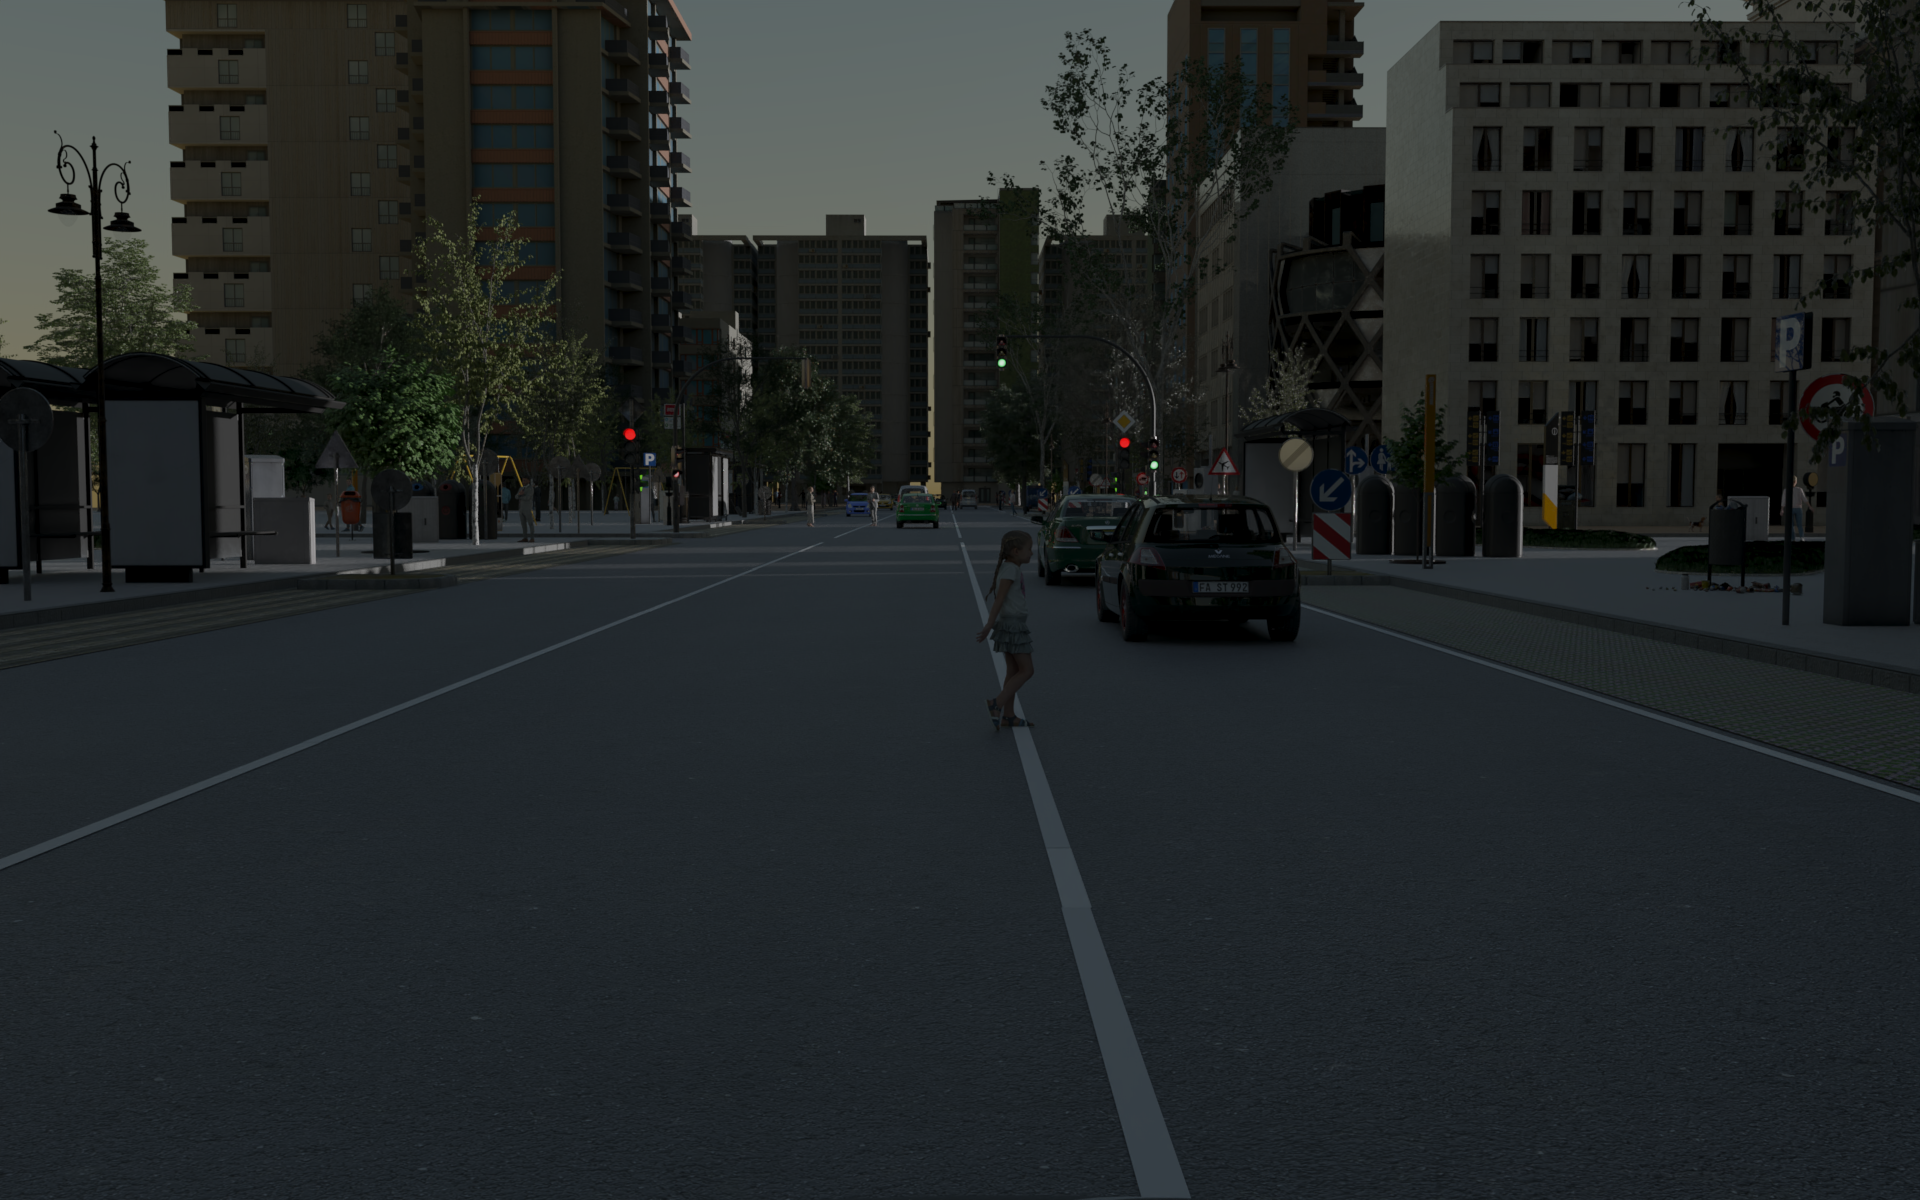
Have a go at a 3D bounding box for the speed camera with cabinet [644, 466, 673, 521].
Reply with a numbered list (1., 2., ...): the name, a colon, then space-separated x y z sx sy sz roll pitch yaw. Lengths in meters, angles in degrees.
1. speed camera with cabinet: -14.467 -5.499 84.252 2.038 3.252 0.660 2 4 35

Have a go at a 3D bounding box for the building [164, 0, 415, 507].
1. building: -66.682 -36.332 183.260 27.495 52.752 28.713 0 4 0

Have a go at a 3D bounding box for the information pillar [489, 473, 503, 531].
1. information pillar: -16.056 -3.391 59.928 0.304 2.012 0.304 3 4 37

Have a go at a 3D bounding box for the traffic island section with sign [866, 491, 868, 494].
1. traffic island section with sign: -10.133 -10.890 186.675 1.989 1.847 2.006 0 4 0

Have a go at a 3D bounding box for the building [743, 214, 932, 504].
1. building: -16.093 -33.736 243.462 23.993 40.220 32.217 0 4 0

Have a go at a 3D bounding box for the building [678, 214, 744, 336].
1. building: -40.085 -33.721 243.224 23.993 40.220 32.217 0 4 0

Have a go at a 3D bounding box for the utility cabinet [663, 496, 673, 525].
1. utility cabinet: -12.017 -3.725 72.069 0.306 1.237 1.020 -2 4 -33

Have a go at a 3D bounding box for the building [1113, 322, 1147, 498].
1. building: 31.518 -20.730 183.974 27.650 21.520 28.899 0 4 0

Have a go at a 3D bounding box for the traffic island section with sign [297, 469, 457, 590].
1. traffic island section with sign: -8.892 -1.106 26.719 1.989 1.847 2.006 0 4 0

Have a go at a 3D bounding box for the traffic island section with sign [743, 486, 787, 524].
1. traffic island section with sign: -9.342 -4.556 83.113 1.989 1.847 2.006 0 4 0

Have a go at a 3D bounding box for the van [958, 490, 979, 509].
1. van: 0.813 -9.603 164.027 2.013 2.044 4.112 0 4 0

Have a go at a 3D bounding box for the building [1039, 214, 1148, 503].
1. building: 23.052 -33.732 243.394 23.993 40.220 32.217 0 4 0

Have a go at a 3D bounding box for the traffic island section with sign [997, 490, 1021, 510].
1. traffic island section with sign: 4.675 -9.304 160.748 1.989 1.847 2.006 0 4 0

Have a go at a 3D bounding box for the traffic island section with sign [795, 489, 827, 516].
1. traffic island section with sign: -9.545 -6.275 111.216 1.989 1.847 2.006 0 4 0

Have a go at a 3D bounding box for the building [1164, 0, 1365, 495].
1. building: 25.180 -30.358 146.463 14.600 45.320 14.200 0 4 0

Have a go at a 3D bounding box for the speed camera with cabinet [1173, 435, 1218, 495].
1. speed camera with cabinet: 7.918 -3.916 58.369 0.660 3.252 2.038 -2 4 -23

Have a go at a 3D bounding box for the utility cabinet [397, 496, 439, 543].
1. utility cabinet: -14.352 -2.123 45.877 1.020 1.237 0.306 -1 4 -12

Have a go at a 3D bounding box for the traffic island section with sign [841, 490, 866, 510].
1. traffic island section with sign: -9.924 -9.225 159.462 1.989 1.847 2.006 0 4 0

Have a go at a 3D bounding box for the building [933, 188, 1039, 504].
1. building: 3.405 -33.632 233.478 14.086 41.232 14.154 0 4 0

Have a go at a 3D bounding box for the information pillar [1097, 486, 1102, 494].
1. information pillar: 10.239 -7.500 127.119 0.304 2.012 0.304 3 5 40

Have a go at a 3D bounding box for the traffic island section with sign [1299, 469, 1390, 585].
1. traffic island section with sign: 5.702 -1.179 27.906 1.989 1.847 2.006 0 4 0

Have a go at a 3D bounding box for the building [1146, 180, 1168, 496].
1. building: 24.210 -23.846 161.578 14.160 30.474 14.107 0 4 0

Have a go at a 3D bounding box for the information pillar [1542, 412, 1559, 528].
1. information pillar: 16.863 -3.552 49.434 0.504 3.616 0.183 -2 4 -25

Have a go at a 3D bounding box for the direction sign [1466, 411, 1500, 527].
1. direction sign: 14.275 -3.384 47.319 0.876 3.537 0.379 2 4 29

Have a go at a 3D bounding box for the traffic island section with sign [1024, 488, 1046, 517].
1. traffic island section with sign: 5.079 -6.163 109.392 1.989 1.847 2.006 0 4 0

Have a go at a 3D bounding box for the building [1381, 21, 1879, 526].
1. building: 27.717 -13.387 73.629 16.860 20.320 10.420 0 4 0

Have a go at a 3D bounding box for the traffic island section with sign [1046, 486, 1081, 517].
1. traffic island section with sign: 5.285 -4.514 82.437 1.989 1.847 2.006 0 4 0

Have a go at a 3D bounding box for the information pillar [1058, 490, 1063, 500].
1. information pillar: 7.563 -7.708 130.517 0.304 2.012 0.304 3 5 43

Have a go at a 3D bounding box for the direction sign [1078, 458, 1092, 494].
1. direction sign: 7.785 -7.086 107.860 0.876 3.537 0.379 1 4 16

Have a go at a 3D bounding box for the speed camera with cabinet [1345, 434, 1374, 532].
1. speed camera with cabinet: 13.050 -3.884 57.836 0.660 3.252 2.038 -1 4 -17

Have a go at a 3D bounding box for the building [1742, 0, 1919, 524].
1. building: 46.509 -17.677 74.922 20.117 28.700 13.634 0 4 0

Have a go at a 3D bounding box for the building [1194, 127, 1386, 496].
1. building: 23.951 -18.584 121.862 12.078 24.808 19.932 0 4 0

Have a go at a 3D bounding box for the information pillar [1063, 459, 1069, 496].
1. information pillar: 7.011 -7.537 114.588 0.183 3.616 0.504 -2 4 -35

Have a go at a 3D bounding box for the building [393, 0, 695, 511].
1. building: -34.789 -30.100 146.751 22.147 44.769 28.867 0 4 0

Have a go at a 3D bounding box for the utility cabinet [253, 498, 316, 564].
1. utility cabinet: -12.395 -1.262 31.789 1.020 1.237 0.306 0 4 -4

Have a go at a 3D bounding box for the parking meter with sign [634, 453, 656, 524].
1. parking meter with sign: -13.610 -4.767 74.208 0.543 3.016 1.738 -2 4 -32

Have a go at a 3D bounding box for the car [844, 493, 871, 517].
1. car: -6.402 -6.180 110.632 1.945 1.707 3.694 0 4 -2

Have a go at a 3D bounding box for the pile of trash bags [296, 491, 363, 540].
1. pile of trash bags: -18.139 -2.301 47.368 3.447 1.369 1.912 -1 4 -14

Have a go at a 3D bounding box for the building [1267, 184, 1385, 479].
1. building: 26.751 -14.451 103.730 16.820 18.784 16.811 0 4 0

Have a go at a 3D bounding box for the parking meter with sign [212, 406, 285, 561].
1. parking meter with sign: -13.565 -2.296 33.793 1.738 3.016 0.543 -3 5 -41

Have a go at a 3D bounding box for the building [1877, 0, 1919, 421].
1. building: 25.164 -21.203 30.266 14.154 41.232 14.086 0 4 0

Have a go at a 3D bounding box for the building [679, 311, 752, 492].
1. building: -38.079 -20.733 184.017 28.899 21.520 27.650 0 4 0

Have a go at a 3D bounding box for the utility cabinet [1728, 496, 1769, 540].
1. utility cabinet: 21.841 -2.254 48.009 1.020 1.237 0.306 1 4 13

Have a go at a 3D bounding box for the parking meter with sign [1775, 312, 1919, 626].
1. parking meter with sign: 8.907 -1.262 16.887 1.738 3.016 0.543 0 4 -2

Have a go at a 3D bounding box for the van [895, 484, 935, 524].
1. van: -2.232 -4.766 84.934 2.013 2.044 4.112 0 4 1

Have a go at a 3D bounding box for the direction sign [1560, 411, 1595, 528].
1. direction sign: 16.819 -3.378 47.235 0.876 3.537 0.379 2 4 30
